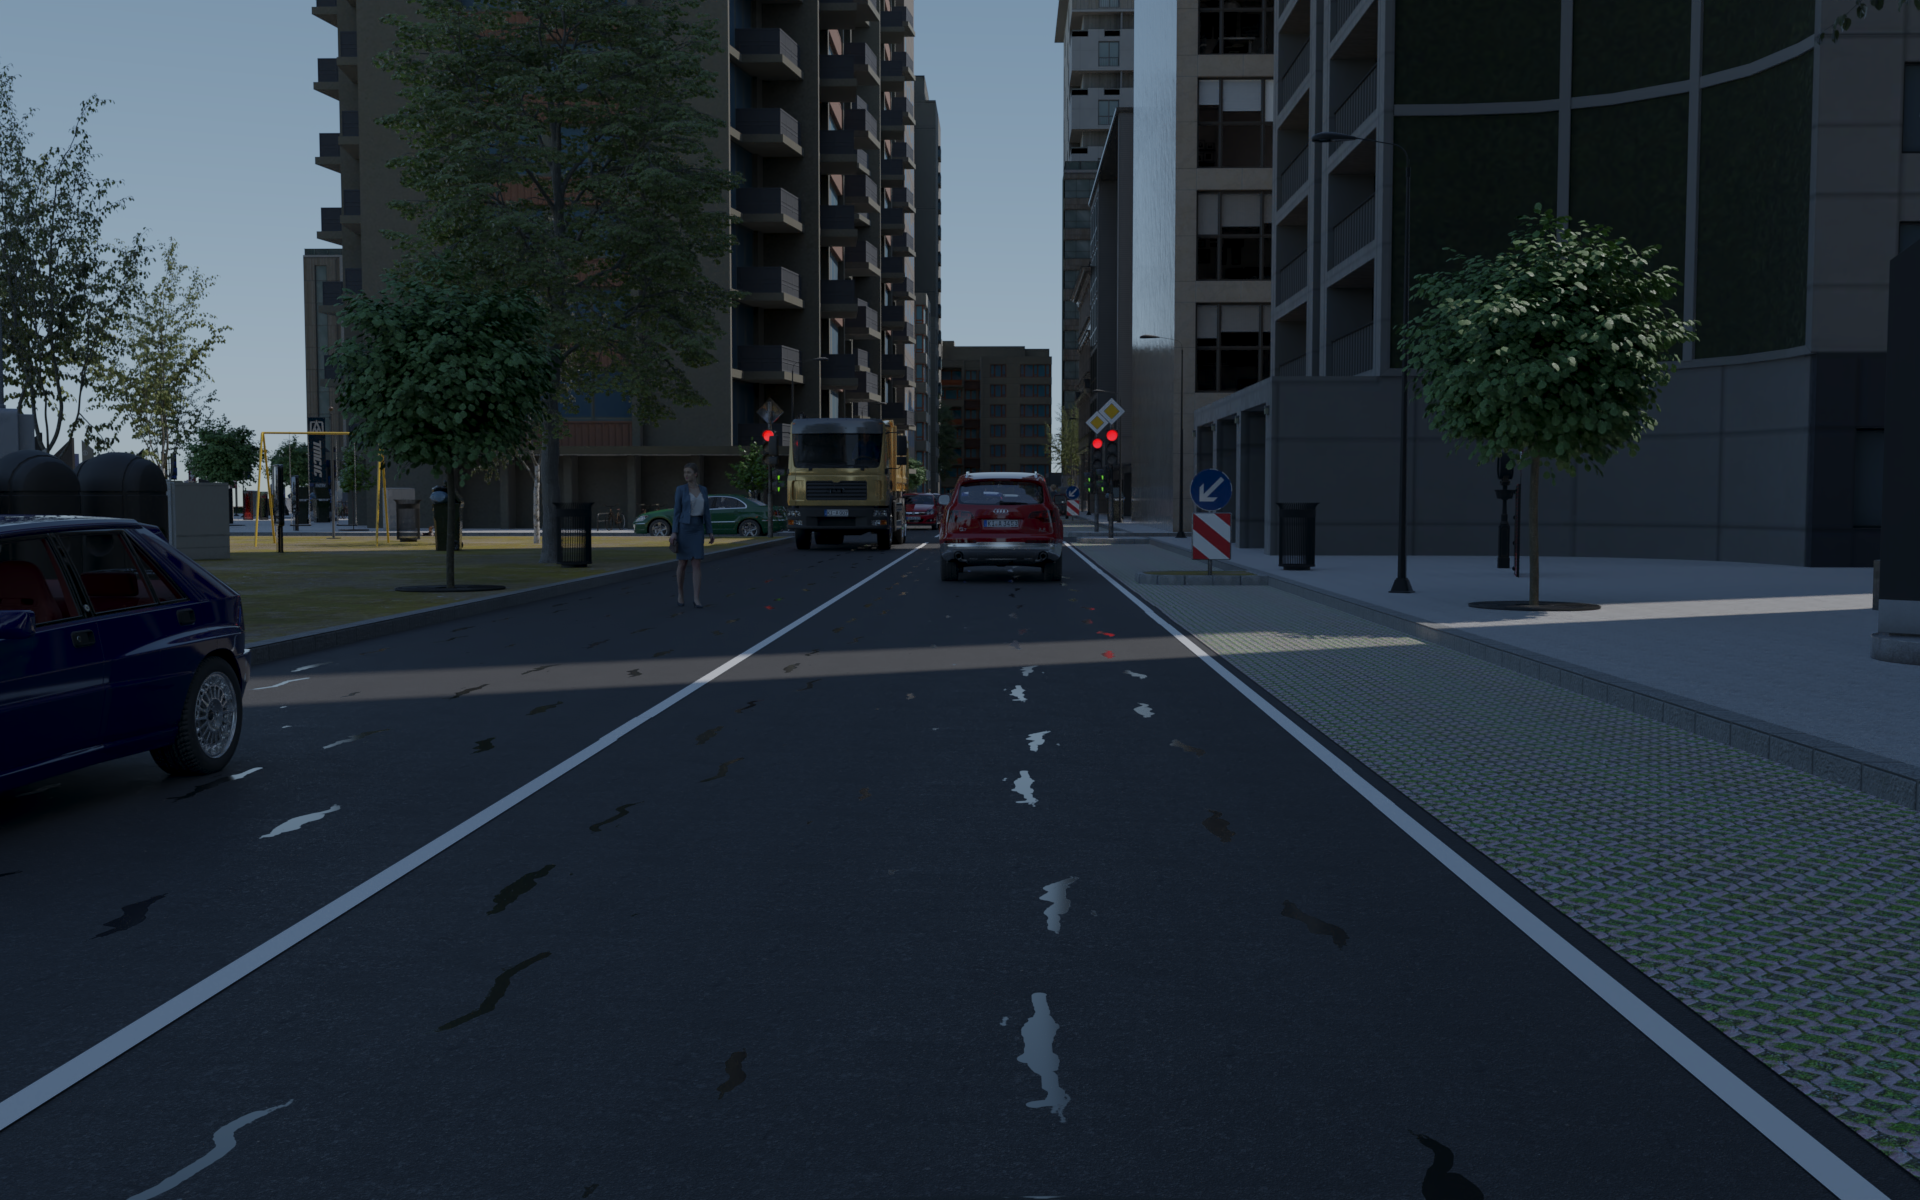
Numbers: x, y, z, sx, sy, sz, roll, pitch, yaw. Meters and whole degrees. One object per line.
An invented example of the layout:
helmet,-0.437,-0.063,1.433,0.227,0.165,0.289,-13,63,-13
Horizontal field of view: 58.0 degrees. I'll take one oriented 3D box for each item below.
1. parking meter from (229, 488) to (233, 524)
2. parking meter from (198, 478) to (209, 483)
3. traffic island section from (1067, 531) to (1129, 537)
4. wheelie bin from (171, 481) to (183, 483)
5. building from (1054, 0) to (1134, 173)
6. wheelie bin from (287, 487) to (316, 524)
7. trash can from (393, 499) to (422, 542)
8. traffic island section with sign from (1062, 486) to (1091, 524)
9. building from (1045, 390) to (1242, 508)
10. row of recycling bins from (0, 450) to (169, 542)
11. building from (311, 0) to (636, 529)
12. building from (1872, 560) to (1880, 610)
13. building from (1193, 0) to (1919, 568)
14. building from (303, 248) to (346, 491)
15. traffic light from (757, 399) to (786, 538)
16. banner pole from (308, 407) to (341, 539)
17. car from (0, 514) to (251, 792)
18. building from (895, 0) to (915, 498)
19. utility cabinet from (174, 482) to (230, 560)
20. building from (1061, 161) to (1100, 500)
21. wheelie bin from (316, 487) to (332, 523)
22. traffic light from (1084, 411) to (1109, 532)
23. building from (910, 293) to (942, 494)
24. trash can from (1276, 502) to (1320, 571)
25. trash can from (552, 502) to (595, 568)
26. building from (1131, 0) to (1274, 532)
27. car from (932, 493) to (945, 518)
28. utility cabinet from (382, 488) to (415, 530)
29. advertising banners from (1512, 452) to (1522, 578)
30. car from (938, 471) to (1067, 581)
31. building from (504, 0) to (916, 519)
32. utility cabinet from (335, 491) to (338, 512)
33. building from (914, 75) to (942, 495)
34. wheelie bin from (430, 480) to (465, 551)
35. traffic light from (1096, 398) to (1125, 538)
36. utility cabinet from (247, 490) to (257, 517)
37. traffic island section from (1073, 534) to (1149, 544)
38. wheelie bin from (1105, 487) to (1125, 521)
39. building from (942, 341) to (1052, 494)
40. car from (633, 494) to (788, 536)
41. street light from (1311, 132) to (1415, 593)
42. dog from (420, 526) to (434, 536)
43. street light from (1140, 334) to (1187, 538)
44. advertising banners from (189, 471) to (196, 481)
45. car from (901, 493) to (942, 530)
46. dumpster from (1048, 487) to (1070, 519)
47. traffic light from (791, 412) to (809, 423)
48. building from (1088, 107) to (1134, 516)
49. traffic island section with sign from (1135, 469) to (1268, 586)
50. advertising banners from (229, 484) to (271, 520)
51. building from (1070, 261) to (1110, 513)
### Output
parking meter,-31.529,-4.050,74.626,0.372,1.533,0.369,0,3,0
parking meter,-28.118,-3.595,64.494,0.399,1.863,0.255,-1,4,-15
traffic island section,4.650,-2.227,58.699,2.009,0.180,2.903,0,4,1
wheelie bin,-18.511,-1.992,40.477,0.980,1.594,0.693,-1,4,-13
building,24.126,-35.726,173.363,28.713,52.752,27.495,0,4,1
wheelie bin,-28.213,-4.042,73.993,0.980,1.594,0.693,-2,4,-28
trash can,-14.825,-2.133,46.525,0.748,1.137,0.748,0,3,0
traffic island section with sign,5.310,-4.584,83.574,1.989,1.847,2.006,0,4,1
building,20.335,-46.461,197.894,20.563,71.187,20.611,0,4,1
row of recycling bins,-8.988,-0.540,15.943,1.069,1.692,3.534,2,4,34
building,-15.074,-25.738,75.437,22.147,44.769,28.867,0,4,1
building,19.454,-28.391,6.186,21.231,58.520,28.212,0,4,1
building,16.786,-36.696,38.230,20.563,71.187,20.611,0,4,1
building,-67.740,-26.471,204.507,14.107,30.474,14.160,0,4,1
traffic light,-5.557,-3.788,50.847,0.839,4.253,0.868,0,4,1
banner pole,-18.214,-3.643,49.578,0.863,3.779,0.401,-1,4,-20
car,-4.729,0.303,7.632,1.945,1.354,3.894,0,4,3
building,-11.002,-30.037,141.222,14.600,45.320,14.200,0,4,1
utility cabinet,-14.788,-1.523,33.587,0.318,1.500,1.173,2,4,32
building,15.930,-23.307,152.778,14.160,30.474,14.107,0,4,1
wheelie bin,-28.731,-4.275,77.804,0.980,1.594,0.693,-3,5,-40
traffic light,4.610,-4.261,58.586,0.839,4.253,0.868,0,4,1
building,-16.348,-19.497,163.808,27.650,21.520,28.899,0,4,1
trash can,5.688,-1.074,29.220,0.748,1.137,0.748,0,3,0
trash can,-6.751,-1.140,30.287,0.748,1.137,0.748,0,3,0
building,24.391,-16.023,66.495,34.151,26.468,19.350,0,4,1
car,-1.815,-5.806,103.965,2.155,1.783,4.494,0,4,1
utility cabinet,-19.640,-3.180,60.674,0.318,1.500,1.173,2,4,32
advertising banners,8.678,-1.877,26.880,0.090,3.025,2.074,1,4,16
car,0.726,-1.308,30.062,2.281,1.827,5.304,0,4,2
building,-14.334,-28.032,112.943,22.147,44.769,28.867,0,4,1
utility cabinet,-39.768,-6.297,111.627,1.173,1.500,0.318,1,4,8
building,-13.083,-35.148,198.371,21.600,48.544,21.300,0,4,1
wheelie bin,-11.634,-1.920,39.304,0.693,1.594,0.980,-1,4,-9
traffic light,4.401,-3.773,50.604,0.839,4.253,0.868,0,4,1
utility cabinet,-39.498,-5.373,96.524,0.318,1.500,1.173,0,4,0
traffic island section,4.441,-1.739,50.717,2.009,0.180,2.903,0,4,1
wheelie bin,7.273,-4.514,81.714,0.980,1.594,0.693,-2,4,-28
building,-2.558,-23.633,231.430,28.899,21.520,27.650,0,4,1
car,-7.822,-2.608,54.434,4.920,1.459,2.131,0,4,3
street light,5.209,-3.048,22.383,1.470,5.913,1.316,0,4,1
dog,-17.379,-2.223,56.540,0.550,0.427,0.748,-3,5,-40
street light,5.928,-4.771,50.551,1.470,5.913,1.316,0,4,1
advertising banners,-47.846,-6.947,109.778,2.074,3.025,0.090,-1,4,-10
car,-1.713,-3.754,70.423,2.155,1.783,4.494,0,4,3
dumpster,5.403,-5.575,99.366,1.865,1.857,1.264,0,4,3
traffic light,-5.348,-4.276,58.830,0.839,4.253,0.868,0,4,1
building,15.151,-17.128,99.104,14.314,24.678,30.058,0,4,1
traffic island section with sign,3.847,-1.179,27.911,1.989,1.847,2.006,0,4,1
advertising banners,-35.146,-5.462,85.499,2.074,3.025,0.090,0,4,-3
building,13.503,-15.861,123.951,10.561,19.102,19.286,0,4,1
